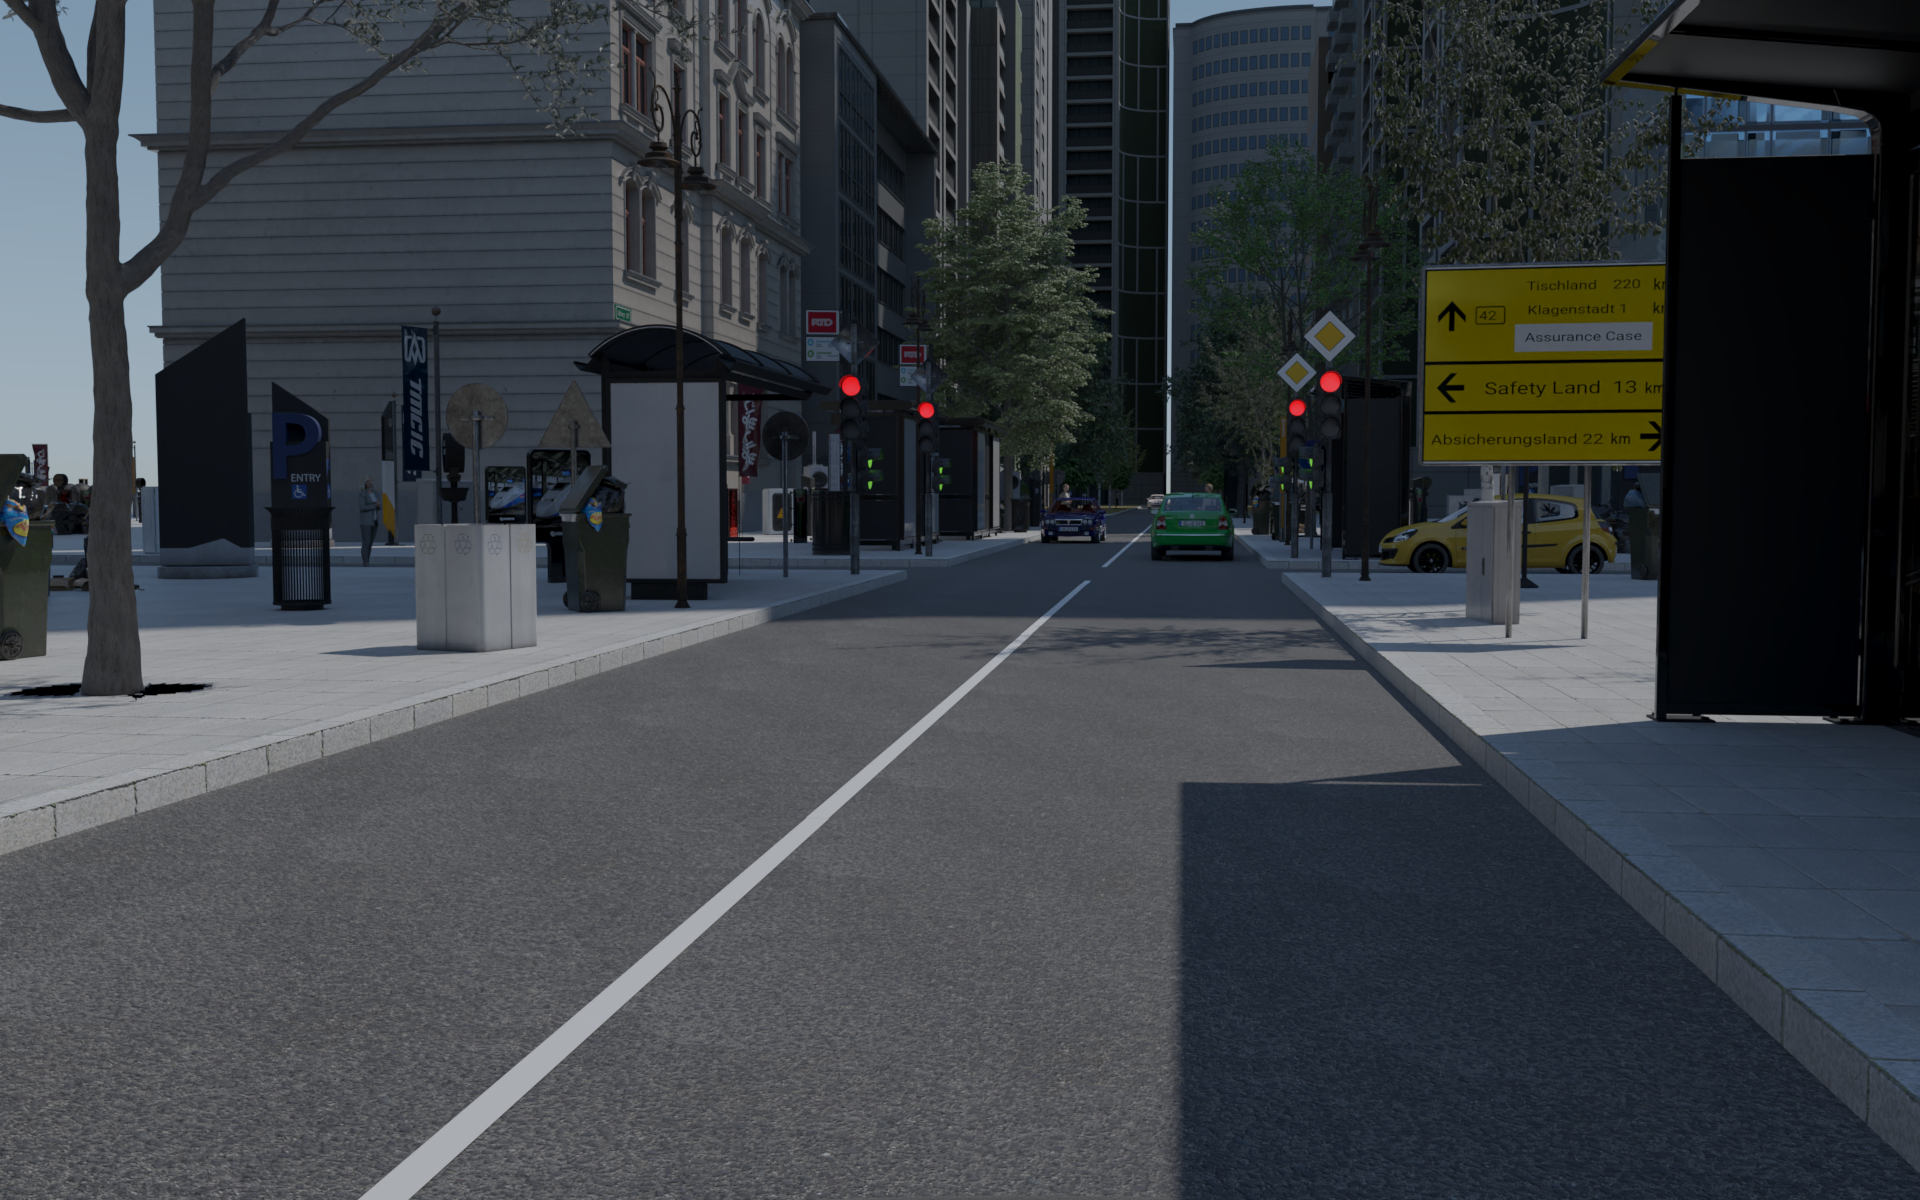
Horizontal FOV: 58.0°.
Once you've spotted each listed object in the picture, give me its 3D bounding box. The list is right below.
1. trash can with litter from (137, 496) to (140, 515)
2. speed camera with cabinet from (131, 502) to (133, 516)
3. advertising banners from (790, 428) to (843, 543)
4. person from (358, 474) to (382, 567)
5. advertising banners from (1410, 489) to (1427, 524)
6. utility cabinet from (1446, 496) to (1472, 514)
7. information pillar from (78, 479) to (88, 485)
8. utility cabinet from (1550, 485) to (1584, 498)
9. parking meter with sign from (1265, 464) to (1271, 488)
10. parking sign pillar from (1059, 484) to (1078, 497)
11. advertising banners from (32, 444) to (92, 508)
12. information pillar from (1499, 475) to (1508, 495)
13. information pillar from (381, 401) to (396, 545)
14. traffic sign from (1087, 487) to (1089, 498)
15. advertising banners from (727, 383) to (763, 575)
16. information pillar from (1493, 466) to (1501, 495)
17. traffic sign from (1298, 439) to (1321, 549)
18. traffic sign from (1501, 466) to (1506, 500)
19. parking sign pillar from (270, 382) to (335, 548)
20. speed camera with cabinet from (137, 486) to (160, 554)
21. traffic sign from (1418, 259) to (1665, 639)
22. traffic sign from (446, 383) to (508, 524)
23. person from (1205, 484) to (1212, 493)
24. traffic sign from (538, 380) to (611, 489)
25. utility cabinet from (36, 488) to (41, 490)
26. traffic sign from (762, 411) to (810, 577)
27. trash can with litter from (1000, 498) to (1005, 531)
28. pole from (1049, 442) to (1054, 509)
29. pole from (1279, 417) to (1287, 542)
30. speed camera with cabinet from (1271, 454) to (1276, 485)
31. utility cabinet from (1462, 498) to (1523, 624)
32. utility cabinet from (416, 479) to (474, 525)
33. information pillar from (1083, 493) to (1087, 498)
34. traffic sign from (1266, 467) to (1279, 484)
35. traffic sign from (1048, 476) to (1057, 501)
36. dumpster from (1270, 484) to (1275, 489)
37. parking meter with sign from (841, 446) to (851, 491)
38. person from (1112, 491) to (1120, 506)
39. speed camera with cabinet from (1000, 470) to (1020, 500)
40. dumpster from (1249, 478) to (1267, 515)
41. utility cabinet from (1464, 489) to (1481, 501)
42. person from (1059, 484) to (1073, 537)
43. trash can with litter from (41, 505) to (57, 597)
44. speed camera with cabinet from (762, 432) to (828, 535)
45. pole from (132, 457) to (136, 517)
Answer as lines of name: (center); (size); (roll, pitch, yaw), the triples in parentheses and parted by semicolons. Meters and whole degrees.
trash can with litter: (-52.801, -6.102, 111.157); (0.624, 1.170, 1.055); (1, 4, 13)
speed camera with cabinet: (-49.244, -6.667, 103.349); (0.660, 3.252, 2.038); (-3, 4, -39)
advertising banners: (-3.660, -3.028, 45.688); (0.090, 3.025, 2.074); (3, 5, 45)
person: (-10.914, -1.436, 32.168); (0.526, 1.800, 0.537); (2, 4, 32)
advertising banners: (10.477, -2.731, 40.836); (0.090, 3.025, 2.074); (3, 5, 43)
utility cabinet: (21.333, -3.844, 74.007); (1.020, 1.237, 0.306); (0, 4, -3)
information pillar: (-41.477, -4.740, 81.993); (0.304, 2.012, 0.304); (1, 4, 9)
utility cabinet: (14.375, -1.981, 41.070); (0.318, 1.500, 1.173); (0, 4, -7)
parking meter with sign: (18.252, -6.439, 101.541); (0.543, 3.016, 1.738); (1, 4, 21)
parking sign pillar: (6.190, -6.792, 99.514); (1.447, 3.967, 1.447); (-3, 5, -41)
advertising banners: (-31.168, -3.922, 60.306); (2.074, 3.025, 0.090); (-1, 4, -9)
information pillar: (20.569, -3.728, 65.450); (0.304, 2.012, 0.304); (3, 5, 45)
information pillar: (-14.302, -3.179, 43.331); (0.183, 3.616, 0.504); (0, 4, 8)
traffic sign: (7.018, -5.802, 94.972); (0.768, 2.556, 0.104); (1, 4, 14)
advertising banners: (-3.922, -1.922, 27.615); (2.074, 3.025, 0.090); (2, 4, 33)
information pillar: (21.861, -4.827, 70.268); (0.504, 3.616, 0.183); (0, 4, 7)
traffic sign: (8.190, -2.456, 40.269); (0.768, 2.556, 0.104); (1, 4, 12)
traffic sign: (6.994, -1.235, 22.317); (0.606, 2.300, 0.079); (1, 4, 12)
parking sign pillar: (-15.806, -3.245, 41.521); (1.447, 3.967, 1.447); (0, 4, -6)
speed camera with cabinet: (-16.698, -2.652, 37.703); (0.660, 3.252, 2.038); (3, 4, 39)
traffic sign: (5.217, -1.311, 15.304); (2.265, 3.308, 0.079); (1, 4, 11)
traffic sign: (-5.536, -1.206, 19.832); (0.768, 2.556, 0.104); (1, 4, 11)
person: (7.655, -2.704, 53.381); (0.731, 1.740, 0.598); (3, 5, 40)
traffic sign: (-4.420, -1.213, 19.840); (0.884, 2.594, 0.081); (1, 4, 11)
utility cabinet: (-36.600, -3.631, 68.043); (1.173, 1.500, 0.318); (2, 4, 30)
traffic sign: (-2.686, -1.622, 26.620); (0.768, 2.556, 0.104); (1, 4, 12)
trash can with litter: (0.978, -2.833, 57.699); (1.055, 1.170, 0.624); (1, 4, 9)
pole: (3.569, -4.519, 67.727); (0.158, 3.312, 0.155); (0, 3, 0)
pole: (8.591, -3.191, 46.024); (0.158, 3.312, 0.155); (0, 3, 0)
speed camera with cabinet: (15.041, -5.339, 81.633); (0.660, 3.252, 2.038); (0, 4, 7)
utility cabinet: (5.382, -0.389, 17.517); (0.306, 1.237, 1.020); (0, 4, 2)
utility cabinet: (-7.464, -1.016, 25.284); (0.318, 1.500, 1.173); (1, 4, 14)
information pillar: (8.019, -6.478, 110.412); (0.304, 2.012, 0.304); (-2, 4, -30)
traffic sign: (14.115, -4.757, 77.883); (0.768, 2.556, 0.104); (1, 4, 17)
traffic sign: (5.216, -5.817, 95.207); (0.768, 2.556, 0.104); (1, 4, 17)
dumpster: (13.568, -4.080, 72.463); (1.264, 1.857, 1.865); (0, 4, 7)
parking meter with sign: (-4.172, -4.047, 62.437); (0.543, 3.016, 1.738); (-1, 4, -8)
person: (17.278, -11.162, 191.012); (1.348, 1.823, 0.705); (-3, 5, -43)
speed camera with cabinet: (1.290, -4.411, 66.455); (2.038, 3.252, 0.660); (-2, 4, -28)
dumpster: (18.105, -6.185, 103.624); (1.502, 2.255, 1.985); (0, 4, 7)
utility cabinet: (22.680, -4.106, 75.816); (1.173, 1.500, 0.318); (2, 4, 29)
person: (3.560, -2.985, 57.858); (0.362, 1.759, 0.519); (3, 5, 45)
trash can with litter: (-11.664, -0.600, 21.193); (1.055, 1.170, 0.624); (-3, 4, -36)
speed camera with cabinet: (-5.155, -3.675, 54.424); (2.038, 3.252, 0.660); (-2, 4, -25)
pole: (-45.319, -6.187, 94.996); (0.158, 3.312, 0.155); (0, 3, 0)
